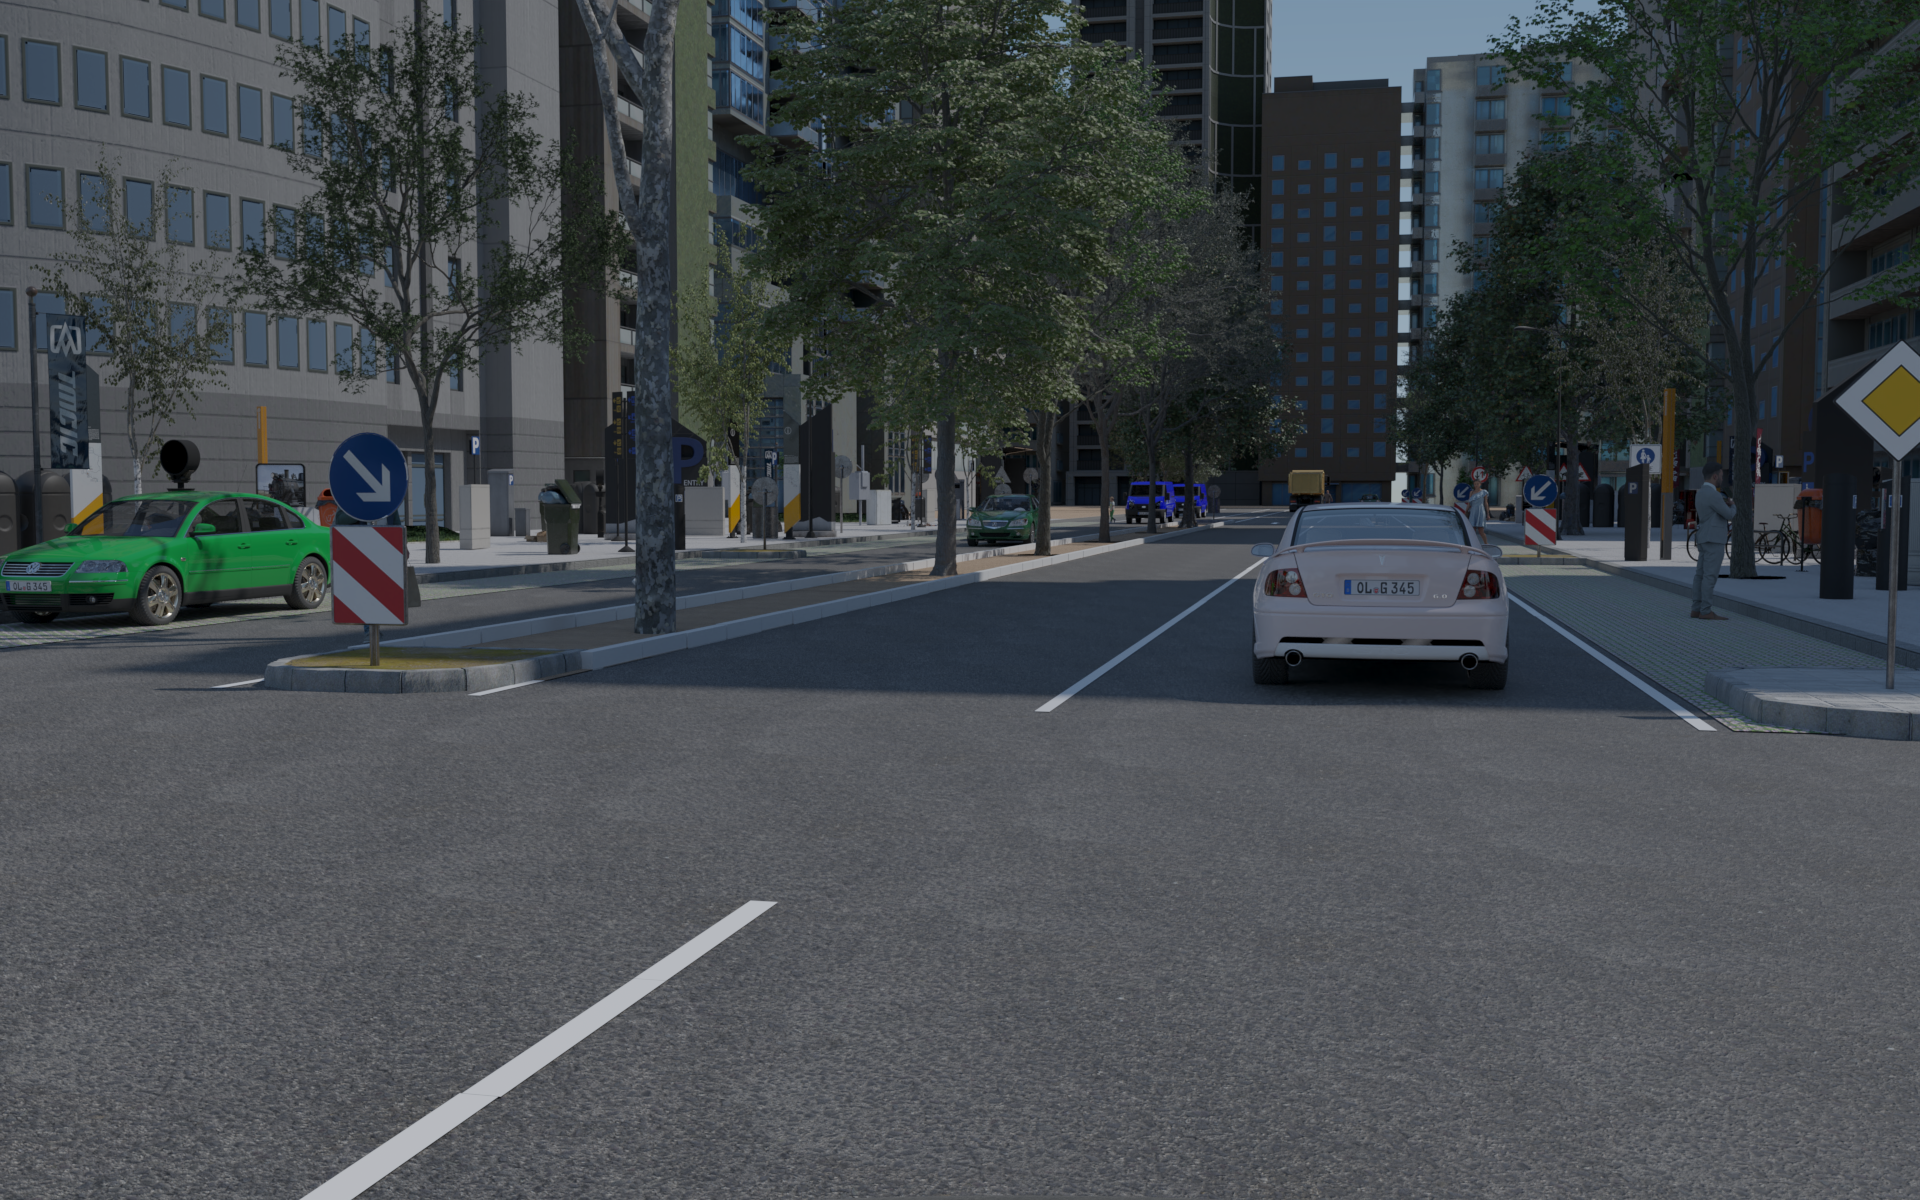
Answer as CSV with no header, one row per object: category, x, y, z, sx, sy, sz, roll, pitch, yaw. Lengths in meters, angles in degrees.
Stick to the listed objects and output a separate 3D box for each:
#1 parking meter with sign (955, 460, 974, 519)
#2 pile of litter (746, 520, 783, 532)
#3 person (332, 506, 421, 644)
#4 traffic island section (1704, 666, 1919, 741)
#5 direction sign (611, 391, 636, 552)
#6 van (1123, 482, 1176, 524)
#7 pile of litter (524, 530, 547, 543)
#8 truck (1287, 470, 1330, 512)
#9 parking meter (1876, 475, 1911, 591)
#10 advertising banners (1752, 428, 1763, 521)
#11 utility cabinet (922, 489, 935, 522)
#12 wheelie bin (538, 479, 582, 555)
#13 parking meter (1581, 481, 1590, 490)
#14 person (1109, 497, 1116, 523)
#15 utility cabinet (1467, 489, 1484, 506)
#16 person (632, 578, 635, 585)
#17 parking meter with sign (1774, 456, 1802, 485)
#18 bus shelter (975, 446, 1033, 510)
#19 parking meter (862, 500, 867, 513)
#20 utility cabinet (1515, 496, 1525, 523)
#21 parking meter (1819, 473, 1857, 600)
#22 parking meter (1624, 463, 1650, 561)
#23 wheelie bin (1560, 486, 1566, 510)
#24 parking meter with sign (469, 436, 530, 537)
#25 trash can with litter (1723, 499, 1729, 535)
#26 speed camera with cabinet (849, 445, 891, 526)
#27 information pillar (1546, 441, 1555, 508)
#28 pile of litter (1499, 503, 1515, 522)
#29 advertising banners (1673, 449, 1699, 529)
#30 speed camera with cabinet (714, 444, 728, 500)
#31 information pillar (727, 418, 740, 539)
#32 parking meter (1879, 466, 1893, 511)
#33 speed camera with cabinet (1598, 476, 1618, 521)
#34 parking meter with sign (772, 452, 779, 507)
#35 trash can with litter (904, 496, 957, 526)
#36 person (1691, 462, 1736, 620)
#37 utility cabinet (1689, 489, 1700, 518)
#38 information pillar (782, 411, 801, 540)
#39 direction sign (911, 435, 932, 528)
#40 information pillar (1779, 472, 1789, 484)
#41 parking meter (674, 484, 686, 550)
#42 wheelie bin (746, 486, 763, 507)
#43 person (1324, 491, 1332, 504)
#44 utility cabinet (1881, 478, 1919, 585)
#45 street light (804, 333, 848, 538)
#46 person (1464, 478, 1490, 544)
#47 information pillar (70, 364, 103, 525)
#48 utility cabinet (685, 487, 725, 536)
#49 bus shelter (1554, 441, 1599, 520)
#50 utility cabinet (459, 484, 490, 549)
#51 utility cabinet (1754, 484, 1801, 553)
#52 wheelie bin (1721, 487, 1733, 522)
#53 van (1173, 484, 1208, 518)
parking meter with sign,-0.162,-5.693,89.349,1.738,3.016,0.543,-1,4,-20
pile of litter,-6.688,-2.706,58.211,1.719,0.858,1.176,-2,4,-29
person,-5.453,-0.476,16.264,0.794,1.824,0.713,-2,4,-35
traffic island section,6.140,0.665,11.405,2.009,0.180,2.903,1,4,13
direction sign,-7.384,-2.828,38.242,0.876,3.537,0.379,3,5,42
van,9.277,-4.887,84.291,2.240,2.365,5.245,1,4,13
pile of litter,-11.119,-1.989,46.485,1.176,0.858,1.719,0,4,-3
truck,28.022,-8.799,139.779,3.469,3.379,9.791,1,4,13
parking meter,12.443,-0.898,23.095,0.372,1.533,0.369,0,3,0
advertising banners,20.605,-2.997,45.191,0.090,3.025,2.074,3,5,40
utility cabinet,-1.460,-4.256,78.271,0.318,1.500,1.173,1,4,16
wheelie bin,-8.470,-1.765,36.766,0.693,1.594,0.980,0,4,7
parking meter,26.609,-4.164,73.786,0.399,1.863,0.255,-1,4,-11
person,7.513,-4.442,85.373,0.306,1.304,0.590,3,5,41
utility cabinet,24.350,-4.470,81.761,0.318,1.500,1.173,3,5,44
person,-4.557,-1.002,25.554,0.598,1.740,0.731,-2,4,-31
parking meter with sign,37.407,-4.978,77.655,0.543,3.016,1.738,-2,4,-30
bus shelter,2.251,-5.840,86.768,1.731,3.624,6.357,1,4,13
parking meter,-4.860,-5.139,89.735,0.255,1.863,0.399,2,4,30
utility cabinet,24.807,-3.944,75.640,1.020,1.237,0.306,1,4,13
parking meter,10.740,-0.781,21.183,0.372,1.533,0.369,0,3,0
parking meter,12.941,-1.678,33.141,0.255,1.863,0.399,-2,4,-29
wheelie bin,24.492,-3.759,69.364,0.980,1.594,0.693,0,4,4
parking meter with sign,-13.882,-3.431,52.362,1.738,3.016,0.543,1,4,9
trash can with litter,18.979,-1.963,43.481,0.624,1.170,1.055,2,4,25
speed camera with cabinet,-3.667,-4.677,70.811,0.660,3.252,2.038,3,4,37
information pillar,20.599,-4.226,60.447,0.183,3.616,0.504,3,5,44
pile of litter,26.651,-4.235,83.210,1.719,0.858,1.176,-1,4,-9
advertising banners,26.556,-4.079,62.876,2.074,3.025,0.090,-1,4,-13
speed camera with cabinet,-9.745,-4.566,68.983,0.660,3.252,2.038,-3,4,-37
information pillar,-6.555,-3.595,50.138,0.183,3.616,0.504,2,4,26
parking meter,19.638,-1.887,36.562,0.399,1.863,0.255,2,4,26
speed camera with cabinet,30.945,-5.414,82.860,2.038,3.252,0.660,0,4,3
parking meter with sign,-6.861,-4.607,71.581,1.738,3.016,0.543,-2,4,-30
trash can with litter,-1.278,-3.550,69.107,2.233,1.210,1.678,1,4,11
person,8.620,-0.677,19.742,0.466,1.800,0.511,-1,4,-9
utility cabinet,33.606,-4.261,78.343,1.173,1.500,0.318,2,4,26
information pillar,-4.731,-3.503,48.635,0.504,3.616,0.183,1,4,18
direction sign,-1.484,-4.554,66.452,0.876,3.537,0.379,-2,4,-27
information pillar,26.993,-3.198,56.782,0.304,2.012,0.304,2,4,27
parking meter,-6.478,-1.912,39.666,0.372,1.533,0.369,0,3,0
wheelie bin,-8.083,-3.660,67.744,0.693,1.594,0.980,-3,5,-40
person,34.023,-9.250,160.287,0.990,1.755,0.434,3,4,38
utility cabinet,13.478,-0.946,24.139,0.318,1.500,1.173,-2,4,-31
street light,-3.819,-4.747,50.147,1.470,5.913,1.316,1,4,13
person,12.423,-2.021,41.634,0.778,1.811,0.616,-3,5,-44
information pillar,-14.143,-2.240,27.984,0.183,3.616,0.504,3,4,39
utility cabinet,-7.757,-2.691,52.679,1.173,1.500,0.318,0,4,4
bus shelter,27.994,-5.384,79.319,1.731,3.624,6.357,1,4,13
utility cabinet,-11.285,-1.931,40.246,0.318,1.500,1.173,0,4,5
utility cabinet,17.874,-1.780,37.789,0.318,1.500,1.173,-1,4,-16
wheelie bin,35.339,-4.408,79.985,0.980,1.594,0.693,-3,5,-43
van,13.641,-6.074,103.689,2.240,2.365,5.245,1,4,13
